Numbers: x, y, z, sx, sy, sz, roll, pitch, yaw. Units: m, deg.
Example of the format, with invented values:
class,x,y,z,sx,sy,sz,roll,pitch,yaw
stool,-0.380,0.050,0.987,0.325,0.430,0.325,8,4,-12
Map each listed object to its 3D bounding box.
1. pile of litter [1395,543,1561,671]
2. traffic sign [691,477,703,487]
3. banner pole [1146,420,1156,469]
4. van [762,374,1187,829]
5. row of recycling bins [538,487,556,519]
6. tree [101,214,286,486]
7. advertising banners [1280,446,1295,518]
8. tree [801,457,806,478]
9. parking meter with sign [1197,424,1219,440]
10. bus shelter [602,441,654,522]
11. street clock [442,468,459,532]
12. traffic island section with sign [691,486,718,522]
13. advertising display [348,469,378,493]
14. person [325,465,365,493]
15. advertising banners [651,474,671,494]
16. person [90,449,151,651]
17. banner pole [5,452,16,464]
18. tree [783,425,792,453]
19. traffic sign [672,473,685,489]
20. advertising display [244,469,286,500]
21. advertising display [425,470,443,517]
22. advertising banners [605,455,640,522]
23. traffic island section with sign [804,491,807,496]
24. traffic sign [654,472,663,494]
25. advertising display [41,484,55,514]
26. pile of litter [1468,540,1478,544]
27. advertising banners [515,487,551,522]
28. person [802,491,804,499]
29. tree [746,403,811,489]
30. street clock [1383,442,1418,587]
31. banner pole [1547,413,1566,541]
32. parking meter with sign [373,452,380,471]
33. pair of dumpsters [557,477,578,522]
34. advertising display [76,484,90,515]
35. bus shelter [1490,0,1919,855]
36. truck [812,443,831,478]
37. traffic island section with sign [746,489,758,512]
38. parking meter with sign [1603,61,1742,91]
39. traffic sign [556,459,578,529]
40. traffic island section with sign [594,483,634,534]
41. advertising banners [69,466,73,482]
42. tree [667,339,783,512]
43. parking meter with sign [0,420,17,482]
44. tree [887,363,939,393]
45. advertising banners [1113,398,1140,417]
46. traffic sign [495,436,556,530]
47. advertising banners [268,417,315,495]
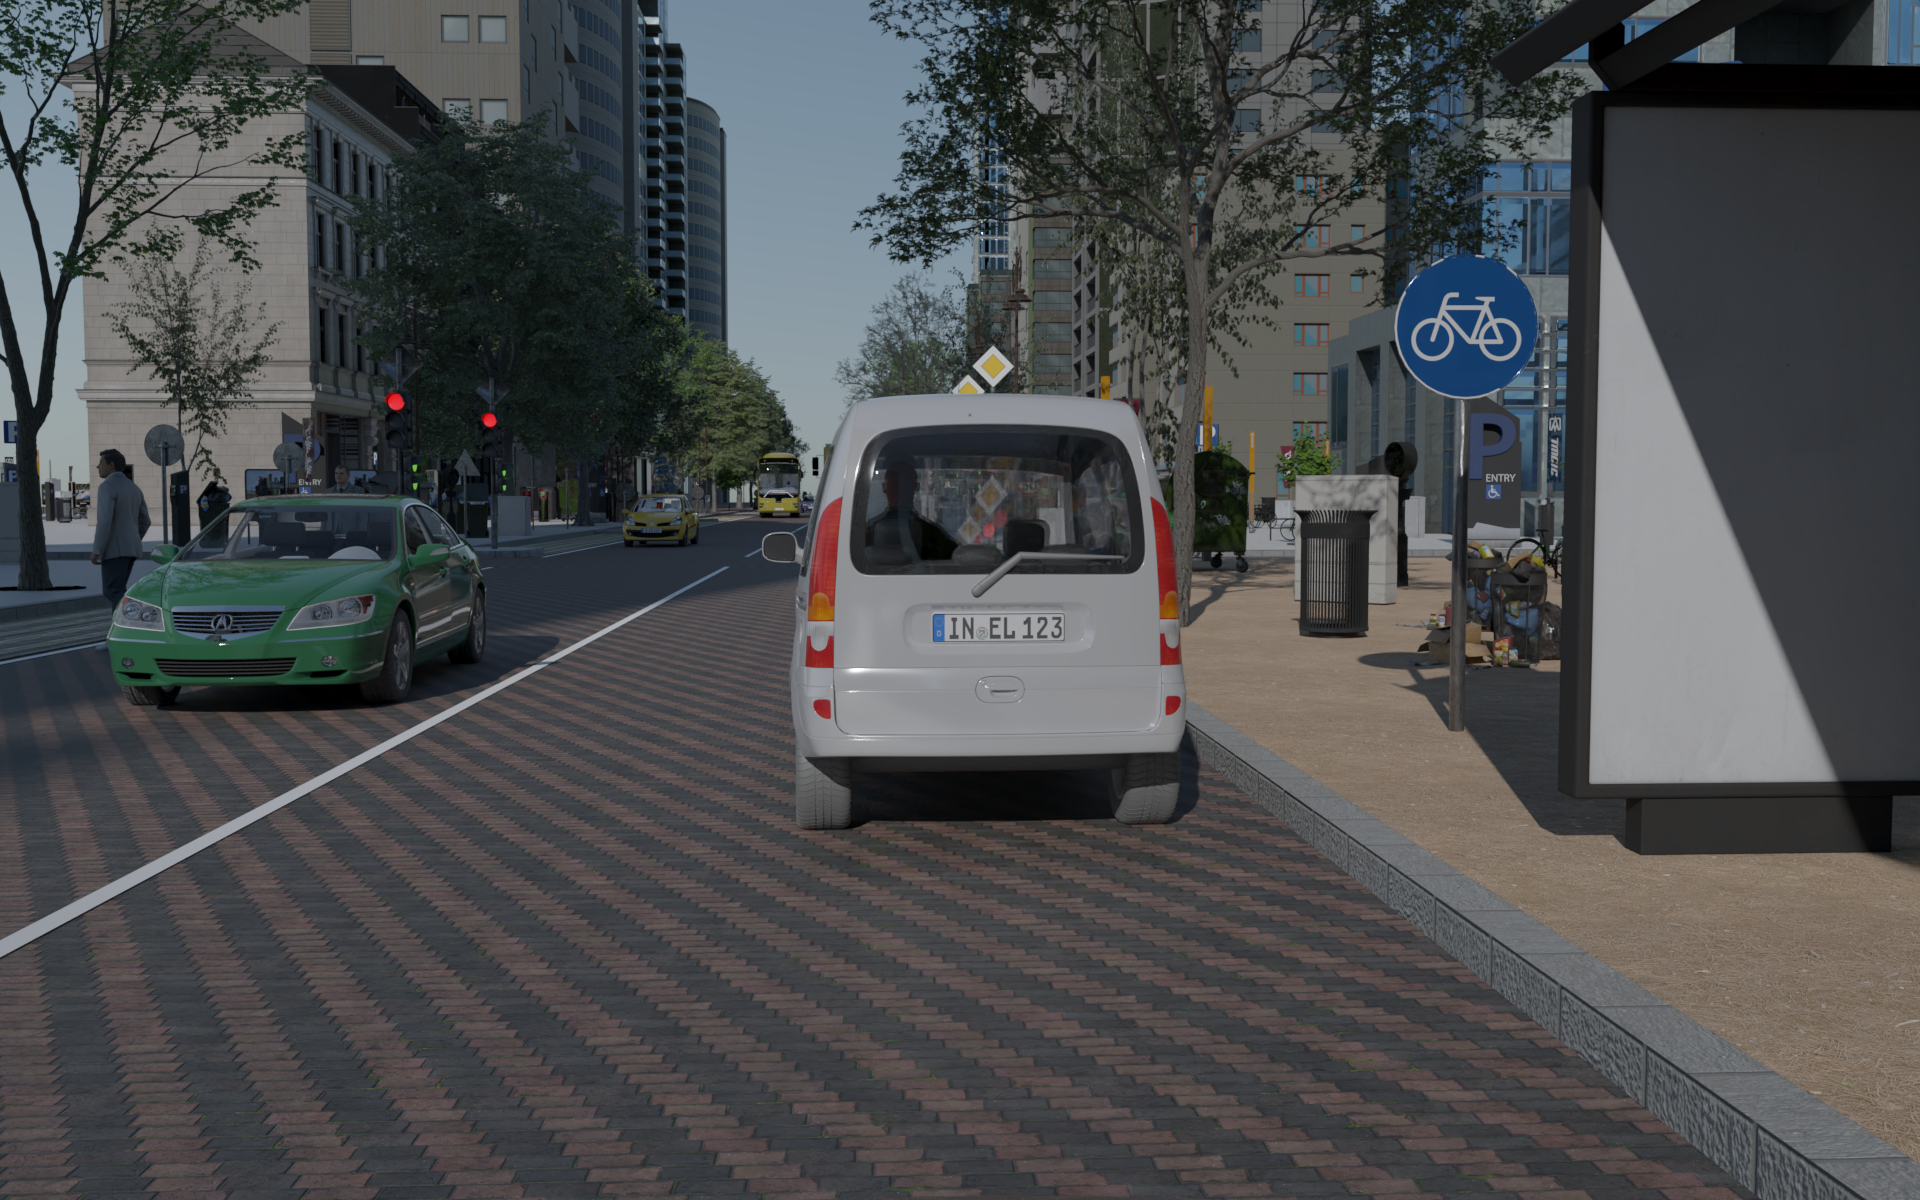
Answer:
class,x,y,z,sx,sy,sz,roll,pitch,yaw
pile of litter,4.042,0.039,13.325,1.719,0.858,1.176,-2,4,-34
traffic sign,-17.236,-6.878,113.640,0.795,2.450,0.064,0,4,4
banner pole,6.364,-4.172,58.229,0.863,3.779,0.401,-3,4,-36
van,-0.012,-0.111,8.821,2.013,2.044,4.112,0,4,-5
row of recycling bins,-21.566,-4.869,86.728,1.069,1.692,3.534,2,4,24
tree,-20.621,-5.879,46.489,4.360,8.622,3.978,0,3,0
advertising banners,12.618,-4.074,62.792,2.074,3.025,0.090,0,4,-2
tree,-25.582,-19.202,264.313,4.737,8.622,4.395,0,3,0
parking meter with sign,5.814,-2.825,42.443,0.543,3.016,1.738,2,4,25
bus shelter,-16.287,-6.477,83.535,2.179,5.291,8.768,0,4,-3
street clock,-14.152,-2.666,48.163,0.358,2.002,0.471,2,4,24
traffic island section with sign,-13.560,-4.961,89.734,1.989,1.847,2.006,0,4,-3
advertising display,-15.491,-2.416,44.715,0.974,1.923,0.123,-3,5,-44
person,-8.016,-0.843,22.383,0.694,1.812,0.767,0,4,5
advertising banners,-17.738,-6.480,102.139,0.090,3.025,2.074,2,4,30
person,-7.557,-0.451,15.721,0.795,1.843,0.661,1,4,9
banner pole,-55.850,-6.858,102.139,0.863,3.779,0.401,-1,4,-19
tree,-20.474,-15.562,172.571,7.486,12.596,7.792,0,3,0
traffic sign,-16.628,-6.261,102.474,0.768,2.556,0.104,0,4,-1
advertising display,-17.700,-2.383,44.168,0.974,1.923,0.123,-1,4,-17
advertising display,-14.007,-2.504,46.146,0.123,1.923,0.974,-3,4,-36
advertising banners,-15.462,-5.034,78.493,2.074,3.025,0.090,-2,4,-35
traffic island section with sign,-22.261,-14.735,249.541,1.989,1.847,2.006,0,4,-3
traffic sign,-18.128,-6.307,103.121,0.884,2.594,0.081,0,4,3
advertising display,-57.604,-6.384,109.585,0.123,1.923,0.974,2,4,32
pile of litter,5.009,-0.152,16.449,1.176,0.858,1.719,-2,4,-33
advertising banners,-19.651,-5.044,78.650,2.074,3.025,0.090,-2,4,-27
person,-21.257,-13.880,235.417,0.705,1.826,1.348,1,4,10
tree,-22.954,-18.046,212.051,9.611,12.733,9.660,0,3,0
street clock,6.090,-1.188,23.986,0.358,2.002,0.471,-2,4,-24
banner pole,16.294,-3.491,47.088,0.401,3.779,0.863,-2,4,-35
parking meter with sign,-23.371,-4.628,71.925,1.738,3.016,0.543,-2,4,-35
pair of dumpsters,-18.184,-4.903,82.657,1.574,2.255,4.437,0,4,-3
advertising display,-54.299,-6.237,107.194,0.123,1.923,0.974,3,5,41
bus shelter,3.085,-0.594,3.639,2.014,3.302,5.546,0,4,-3
truck,-3.807,-4.233,65.140,3.469,3.379,9.791,0,4,-5
traffic island section with sign,-16.311,-8.050,140.245,1.989,1.847,2.006,0,4,-3
parking meter with sign,3.386,-0.712,7.902,0.543,3.016,1.738,2,4,33
traffic sign,-14.303,-3.850,63.060,0.768,2.556,0.104,0,4,-2
traffic island section with sign,-12.081,-3.294,62.486,1.989,1.847,2.006,0,4,-3
advertising banners,-55.196,-6.771,106.898,0.090,3.025,2.074,0,4,-2
tree,-17.595,-12.758,126.726,7.486,12.596,7.792,0,3,0
parking meter with sign,-22.852,-2.785,41.794,0.543,3.016,1.738,-3,4,-36
tree,-4.109,-14.127,147.990,9.611,12.733,9.660,0,3,0
advertising banners,2.277,-2.165,31.590,2.074,3.025,0.090,0,4,-1
traffic sign,-15.388,-4.109,61.052,2.265,3.308,0.079,0,4,1
advertising banners,-15.454,-2.684,40.079,2.074,3.025,0.090,3,5,40
